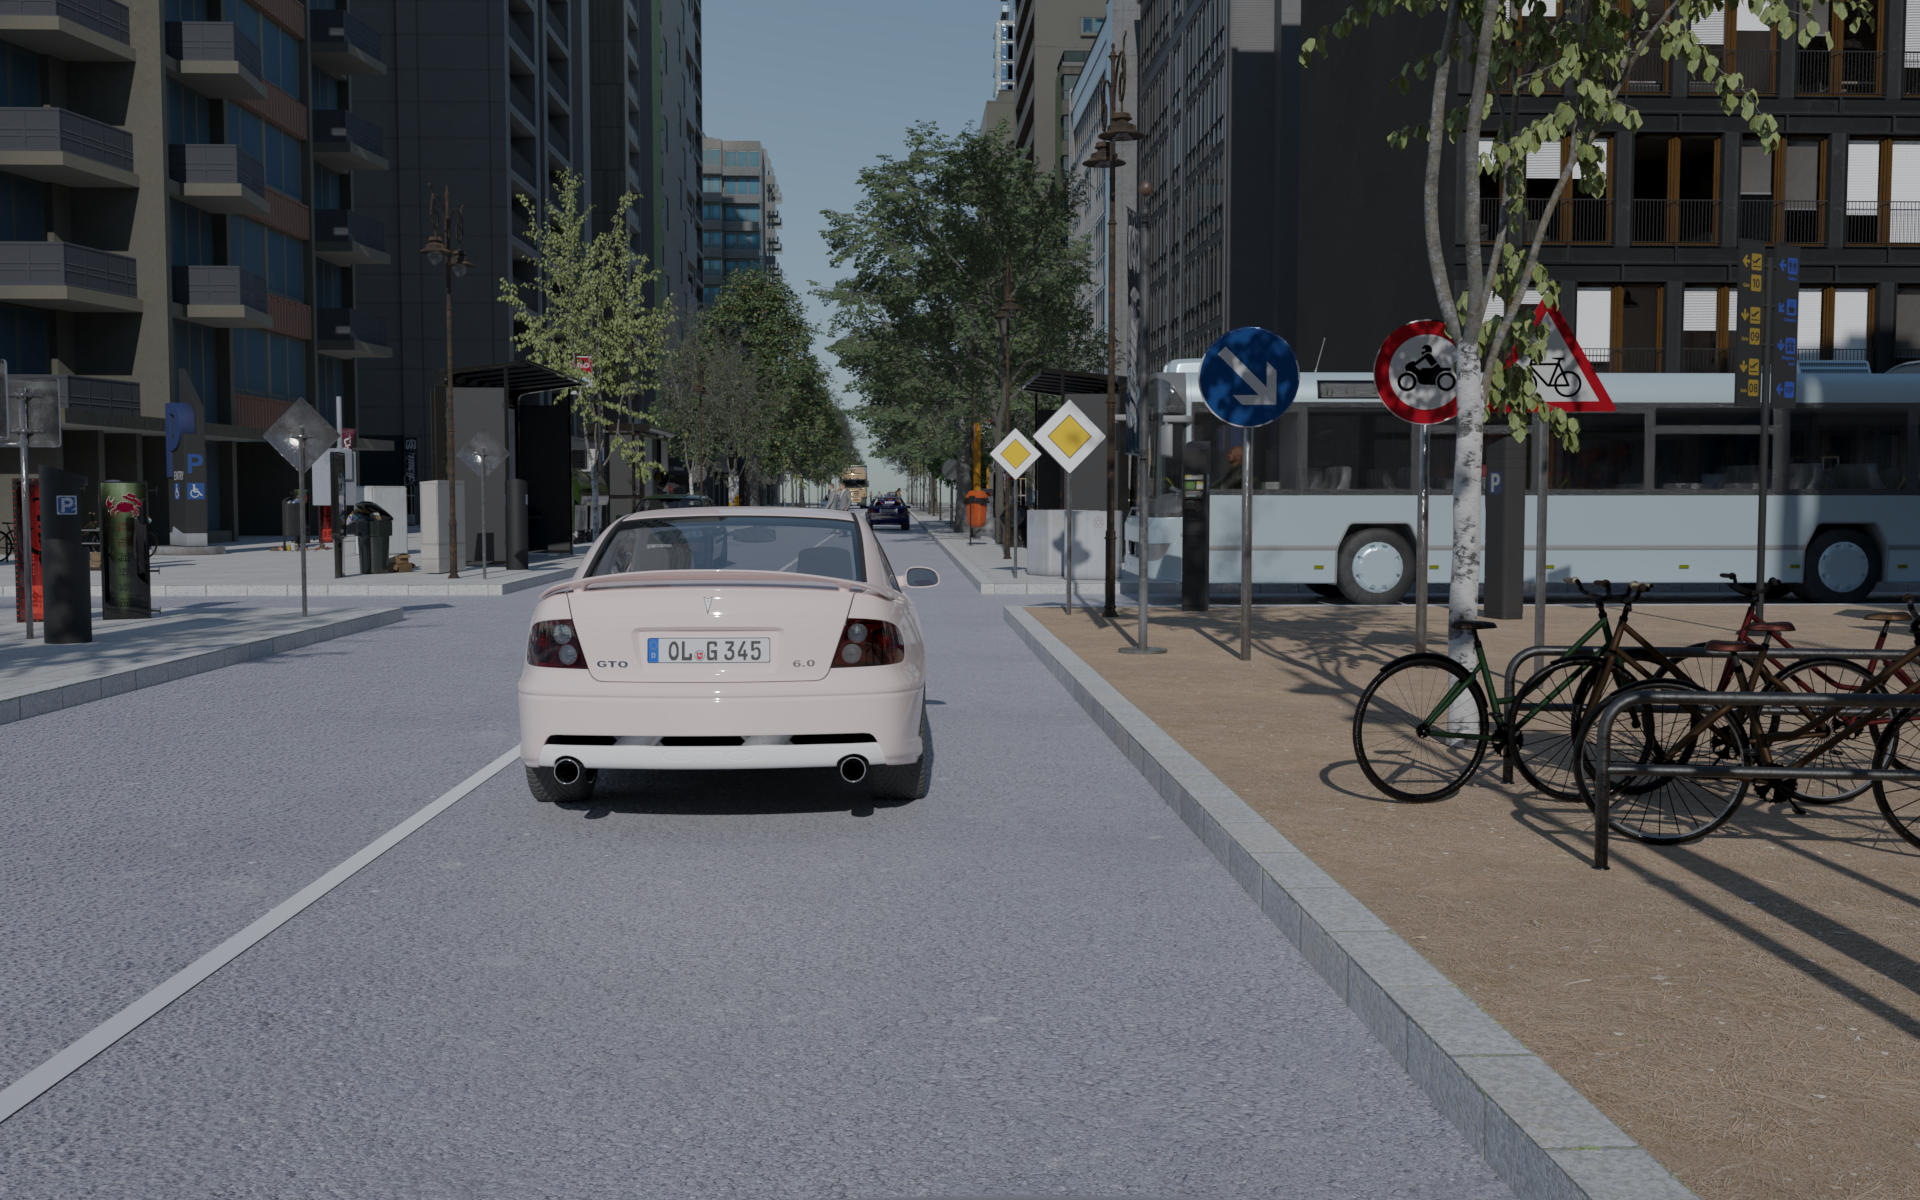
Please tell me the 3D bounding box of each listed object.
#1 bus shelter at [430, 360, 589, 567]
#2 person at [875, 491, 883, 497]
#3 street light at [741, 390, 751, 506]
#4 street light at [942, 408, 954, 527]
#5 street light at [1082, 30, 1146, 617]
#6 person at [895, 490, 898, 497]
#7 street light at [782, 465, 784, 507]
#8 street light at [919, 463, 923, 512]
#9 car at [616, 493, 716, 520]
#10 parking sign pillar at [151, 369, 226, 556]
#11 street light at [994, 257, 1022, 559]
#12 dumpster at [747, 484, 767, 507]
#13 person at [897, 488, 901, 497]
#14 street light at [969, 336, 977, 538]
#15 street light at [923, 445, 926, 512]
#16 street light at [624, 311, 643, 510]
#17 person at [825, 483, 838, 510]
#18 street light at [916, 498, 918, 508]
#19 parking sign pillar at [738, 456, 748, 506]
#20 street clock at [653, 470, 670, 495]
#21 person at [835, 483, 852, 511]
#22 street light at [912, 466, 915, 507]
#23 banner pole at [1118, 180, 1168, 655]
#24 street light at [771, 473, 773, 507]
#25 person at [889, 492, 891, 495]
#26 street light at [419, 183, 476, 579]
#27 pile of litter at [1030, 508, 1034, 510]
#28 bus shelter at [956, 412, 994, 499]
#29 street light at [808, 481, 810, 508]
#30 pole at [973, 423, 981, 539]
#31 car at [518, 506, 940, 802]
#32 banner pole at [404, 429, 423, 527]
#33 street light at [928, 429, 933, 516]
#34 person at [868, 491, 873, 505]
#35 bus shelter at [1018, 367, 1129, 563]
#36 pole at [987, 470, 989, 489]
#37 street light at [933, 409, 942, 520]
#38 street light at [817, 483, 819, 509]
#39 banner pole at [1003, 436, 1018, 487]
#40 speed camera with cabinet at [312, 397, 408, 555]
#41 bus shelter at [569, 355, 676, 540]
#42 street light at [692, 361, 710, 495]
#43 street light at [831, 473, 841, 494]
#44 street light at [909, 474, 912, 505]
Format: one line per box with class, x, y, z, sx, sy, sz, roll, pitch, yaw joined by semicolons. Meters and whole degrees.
bus shelter;-8.534;-2.574;33.371;1.731;3.624;6.357;0;4;-2
person;-7.500;-9.287;161.067;1.217;1.736;0.721;0;4;-1
street light;-9.578;-6.387;77.218;0.468;5.910;1.993;0;4;-2
street light;-0.333;-5.795;67.544;0.468;5.910;1.993;0;4;-2
street light;1.569;-2.761;17.925;0.468;5.910;1.993;0;4;-2
person;-4.603;-7.360;129.663;0.721;1.723;1.217;1;4;19
street light;-10.507;-7.943;102.653;0.468;5.910;1.993;0;4;-2
street light;-2.673;-9.419;126.793;0.468;5.910;1.993;0;4;-2
car;-5.469;-1.423;33.057;2.009;1.686;4.222;0;4;-1
parking sign pillar;-16.401;-2.951;36.716;1.447;3.967;1.447;-3;4;-39
street light;0.936;-3.746;34.029;0.468;5.910;1.993;0;4;-2
dumpster;-11.869;-5.778;100.236;1.264;1.857;1.865;0;4;-2
person;-3.736;-6.054;107.496;0.705;1.823;1.348;0;4;3
street light;0.364;-4.771;50.798;0.468;5.910;1.993;0;4;-2
street light;-1.934;-8.357;109.420;0.468;5.910;1.993;0;4;-2
street light;-8.237;-4.334;43.651;0.468;5.910;1.993;0;4;-2
person;-4.550;-3.244;61.668;0.853;1.813;0.709;0;4;1
street light;-3.290;-10.435;143.392;0.468;5.910;1.993;0;4;-2
parking sign pillar;-12.136;-6.614;96.610;1.447;3.967;1.447;0;4;-1
street clock;-8.806;-2.849;51.152;0.471;2.002;0.358;0;4;-7
person;-3.865;-2.978;57.371;0.473;1.802;0.592;-1;4;-20
street light;-3.976;-11.453;160.044;0.468;5.910;1.993;0;4;-2
banner pole;1.406;-1.449;13.704;0.401;3.779;0.863;1;4;19
street light;-10.189;-7.403;93.819;0.468;5.910;1.993;0;4;-2
person;-9.722;-13.876;236.191;0.721;1.723;1.217;-1;4;-14
street light;-7.695;-3.264;26.147;0.468;5.910;1.993;0;4;-2
pile of litter;2.408;-2.508;54.965;1.176;0.858;1.719;-2;4;-34
bus shelter;0.718;-6.413;82.479;2.179;5.291;8.768;0;4;-2
street light;-11.873;-9.991;136.140;0.468;5.910;1.993;0;4;-2
pole;0.489;-3.417;49.717;0.158;3.312;0.155;0;3;0
car;-1.136;0.177;9.474;2.083;1.381;4.827;0;4;-2
banner pole;-20.980;-4.696;66.789;0.863;3.779;0.401;-1;4;-17
street light;-1.540;-7.842;101.012;0.468;5.910;1.993;0;4;-2
person;-11.966;-13.678;232.149;0.705;1.823;1.348;-2;4;-23
bus shelter;2.261;-2.688;35.230;1.731;3.624;6.357;0;4;-2
pole;1.487;-6.132;94.104;0.158;3.312;0.155;0;3;0
street light;-0.956;-6.827;84.411;0.468;5.910;1.993;0;4;-2
street light;-12.531;-11.006;152.737;0.468;5.910;1.993;0;4;-2
banner pole;2.090;-5.058;72.714;0.863;3.779;0.401;2;4;25
speed camera with cabinet;-12.445;-2.545;35.939;0.660;3.252;2.038;2;4;28
bus shelter;-10.321;-4.601;52.864;2.179;5.291;8.768;0;4;-2
street light;-9.008;-5.349;60.244;0.468;5.910;1.993;0;4;-2
street light;-14.524;-14.053;202.547;0.468;5.910;1.993;0;4;-2
street light;-4.725;-12.514;177.399;0.468;5.910;1.993;0;4;-2
